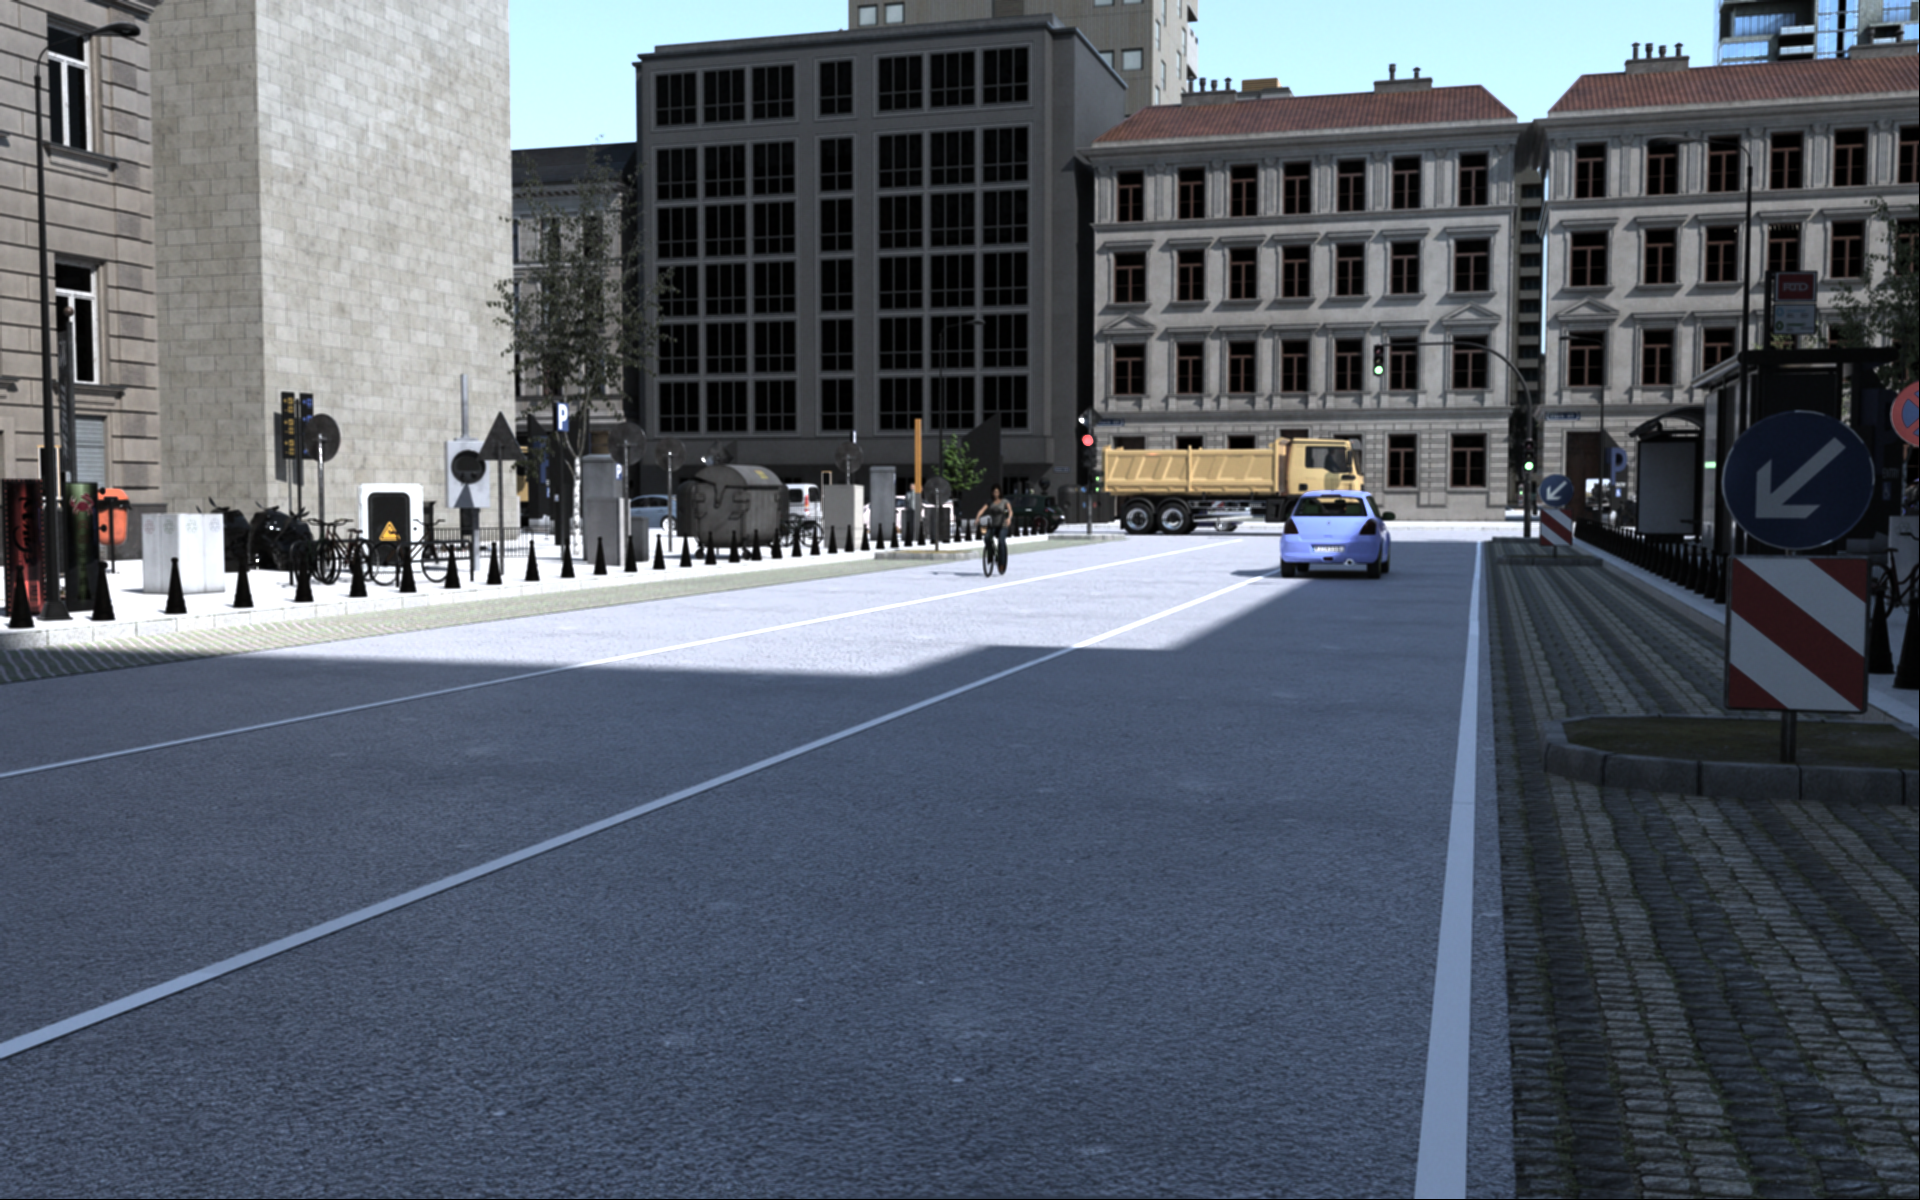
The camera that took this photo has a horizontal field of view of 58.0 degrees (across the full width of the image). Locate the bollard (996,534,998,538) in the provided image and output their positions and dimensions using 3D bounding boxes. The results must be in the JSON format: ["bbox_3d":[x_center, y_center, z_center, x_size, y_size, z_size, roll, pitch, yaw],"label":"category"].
[{"bbox_3d":[1.124,-2.090,50.219,0.229,0.601,0.229,0,3,0],"label":"bollard"}]

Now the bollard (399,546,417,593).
[{"bbox_3d":[-7.207,-0.401,22.592,0.229,0.601,0.229,0,3,0],"label":"bollard"}]

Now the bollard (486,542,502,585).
[{"bbox_3d":[-6.611,-0.522,24.573,0.229,0.601,0.229,0,3,0],"label":"bollard"}]

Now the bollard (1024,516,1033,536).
[{"bbox_3d":[2.011,-2.271,53.172,0.229,0.601,0.229,0,3,0],"label":"bollard"}]

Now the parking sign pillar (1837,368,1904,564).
[{"bbox_3d":[17.082,-2.680,32.284,1.447,3.967,1.447,-3,4,-38],"label":"parking sign pillar"}]

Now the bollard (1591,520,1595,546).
[{"bbox_3d":[15.520,-1.590,42.034,0.229,0.601,0.229,0,3,0],"label":"bollard"}]

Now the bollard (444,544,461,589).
[{"bbox_3d":[-6.914,-0.461,23.576,0.229,0.601,0.229,0,3,0],"label":"bollard"}]

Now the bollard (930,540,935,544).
[{"bbox_3d":[-0.661,-1.729,44.308,0.229,0.601,0.229,0,3,0],"label":"bollard"}]

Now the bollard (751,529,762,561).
[{"bbox_3d":[-3.934,-1.064,33.442,0.229,0.601,0.229,0,3,0],"label":"bollard"}]

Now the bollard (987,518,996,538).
[{"bbox_3d":[0.822,-2.030,49.225,0.229,0.601,0.229,0,3,0],"label":"bollard"}]

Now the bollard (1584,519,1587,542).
[{"bbox_3d":[16.413,-1.771,45.005,0.229,0.601,0.229,0,3,0],"label":"bollard"}]

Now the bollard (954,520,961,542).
[{"bbox_3d":[-0.066,-1.849,46.274,0.229,0.601,0.229,0,3,0],"label":"bollard"}]

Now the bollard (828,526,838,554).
[{"bbox_3d":[-2.750,-1.305,37.386,0.229,0.601,0.229,0,3,0],"label":"bollard"}]

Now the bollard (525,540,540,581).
[{"bbox_3d":[-6.314,-0.582,25.556,0.229,0.601,0.229,0,3,0],"label":"bollard"}]

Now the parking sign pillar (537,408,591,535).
[{"bbox_3d":[-12.257,-4.043,54.569,1.447,3.967,1.447,0,4,7],"label":"parking sign pillar"}]

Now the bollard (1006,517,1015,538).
[{"bbox_3d":[1.418,-2.151,51.203,0.229,0.601,0.229,0,3,0],"label":"bollard"}]

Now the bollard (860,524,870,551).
[{"bbox_3d":[-2.154,-1.426,39.351,0.229,0.601,0.229,0,3,0],"label":"bollard"}]

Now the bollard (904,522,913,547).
[{"bbox_3d":[-1.265,-1.607,42.312,0.229,0.601,0.229,0,3,0],"label":"bollard"}]

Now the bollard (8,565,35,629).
[{"bbox_3d":[-9.011,-0.035,16.614,0.229,0.601,0.229,0,3,0],"label":"bollard"}]

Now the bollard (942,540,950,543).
[{"bbox_3d":[-0.360,-1.789,45.290,0.229,0.601,0.229,0,3,0],"label":"bollard"}]

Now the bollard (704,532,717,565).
[{"bbox_3d":[-4.532,-0.943,31.467,0.229,0.601,0.229,0,3,0],"label":"bollard"}]

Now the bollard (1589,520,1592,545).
[{"bbox_3d":[15.820,-1.651,43.028,0.229,0.601,0.229,0,3,0],"label":"bollard"}]

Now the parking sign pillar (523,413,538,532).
[{"bbox_3d":[-14.034,-4.281,58.462,1.447,3.967,1.447,1,4,20],"label":"parking sign pillar"}]

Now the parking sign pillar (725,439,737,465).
[{"bbox_3d":[-11.529,-5.872,84.481,1.447,3.967,1.447,-1,4,-17],"label":"parking sign pillar"}]

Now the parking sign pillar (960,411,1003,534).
[{"bbox_3d":[0.721,-4.152,56.365,1.447,3.967,1.447,1,4,16],"label":"parking sign pillar"}]

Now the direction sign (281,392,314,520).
[{"bbox_3d":[-14.804,-2.862,38.785,0.379,3.537,0.876,2,4,26],"label":"direction sign"}]

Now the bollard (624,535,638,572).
[{"bbox_3d":[-5.422,-0.763,28.513,0.229,0.601,0.229,0,3,0],"label":"bollard"}]

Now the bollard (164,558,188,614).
[{"bbox_3d":[-8.419,-0.156,18.584,0.229,0.601,0.229,0,3,0],"label":"bollard"}]

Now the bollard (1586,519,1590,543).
[{"bbox_3d":[16.116,-1.711,44.012,0.229,0.601,0.229,0,3,0],"label":"bollard"}]

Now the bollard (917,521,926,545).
[{"bbox_3d":[-0.963,-1.668,43.308,0.229,0.601,0.229,0,3,0],"label":"bollard"}]

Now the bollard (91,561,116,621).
[{"bbox_3d":[-8.711,-0.095,17.596,0.229,0.601,0.229,0,3,0],"label":"bollard"}]

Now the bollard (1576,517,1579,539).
[{"bbox_3d":[17.603,-2.013,48.950,0.229,0.601,0.229,0,3,0],"label":"bollard"}]

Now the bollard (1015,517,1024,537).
[{"bbox_3d":[1.715,-2.211,52.189,0.229,0.601,0.229,0,3,0],"label":"bollard"}]

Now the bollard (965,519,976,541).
[{"bbox_3d":[0.227,-1.909,47.258,0.229,0.601,0.229,0,3,0],"label":"bollard"}]

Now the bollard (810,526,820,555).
[{"bbox_3d":[-3.045,-1.245,36.402,0.229,0.601,0.229,0,3,0],"label":"bollard"}]

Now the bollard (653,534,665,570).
[{"bbox_3d":[-5.128,-0.823,29.497,0.229,0.601,0.229,0,3,0],"label":"bollard"}]

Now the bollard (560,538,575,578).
[{"bbox_3d":[-6.016,-0.643,26.547,0.229,0.601,0.229,0,3,0],"label":"bollard"}]

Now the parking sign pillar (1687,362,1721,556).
[{"bbox_3d":[15.876,-2.906,35.985,1.447,3.967,1.447,1,4,21],"label":"parking sign pillar"}]

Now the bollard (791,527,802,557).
[{"bbox_3d":[-3.341,-1.185,35.410,0.229,0.601,0.229,0,3,0],"label":"bollard"}]

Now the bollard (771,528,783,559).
[{"bbox_3d":[-3.637,-1.125,34.427,0.229,0.601,0.229,0,3,0],"label":"bollard"}]

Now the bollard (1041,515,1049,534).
[{"bbox_3d":[2.604,-2.391,55.138,0.229,0.601,0.229,0,3,0],"label":"bollard"}]

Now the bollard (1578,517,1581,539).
[{"bbox_3d":[17.311,-1.953,47.966,0.229,0.601,0.229,0,3,0],"label":"bollard"}]

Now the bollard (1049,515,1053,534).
[{"bbox_3d":[2.903,-2.452,56.128,0.229,0.601,0.229,0,3,0],"label":"bollard"}]

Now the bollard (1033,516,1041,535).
[{"bbox_3d":[2.305,-2.331,54.156,0.229,0.601,0.229,0,3,0],"label":"bollard"}]

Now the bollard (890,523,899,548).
[{"bbox_3d":[-1.561,-1.547,41.329,0.229,0.601,0.229,0,3,0],"label":"bollard"}]

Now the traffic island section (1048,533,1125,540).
[{"bbox_3d":[4.100,-2.012,55.173,2.009,0.180,2.903,1,4,17],"label":"traffic island section"}]

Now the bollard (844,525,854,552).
[{"bbox_3d":[-2.453,-1.366,38.369,0.229,0.601,0.229,0,3,0],"label":"bollard"}]

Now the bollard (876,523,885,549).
[{"bbox_3d":[-1.859,-1.486,40.343,0.229,0.601,0.229,0,3,0],"label":"bollard"}]

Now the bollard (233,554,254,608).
[{"bbox_3d":[-8.115,-0.217,19.597,0.229,0.601,0.229,0,3,0],"label":"bollard"}]

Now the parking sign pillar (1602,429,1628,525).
[{"bbox_3d":[27.404,-5.141,72.527,1.447,3.967,1.447,-2,4,-34],"label":"parking sign pillar"}]

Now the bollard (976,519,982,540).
[{"bbox_3d":[0.524,-1.969,48.241,0.229,0.601,0.229,0,3,0],"label":"bollard"}]

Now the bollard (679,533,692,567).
[{"bbox_3d":[-4.828,-0.883,30.483,0.229,0.601,0.229,0,3,0],"label":"bollard"}]

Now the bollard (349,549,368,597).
[{"bbox_3d":[-7.509,-0.340,21.598,0.229,0.601,0.229,0,3,0],"label":"bollard"}]

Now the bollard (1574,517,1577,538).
[{"bbox_3d":[17.901,-2.073,49.941,0.229,0.601,0.229,0,3,0],"label":"bollard"}]

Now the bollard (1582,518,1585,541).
[{"bbox_3d":[16.715,-1.832,45.996,0.229,0.601,0.229,0,3,0],"label":"bollard"}]

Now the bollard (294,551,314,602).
[{"bbox_3d":[-7.807,-0.279,20.597,0.229,0.601,0.229,0,3,0],"label":"bollard"}]

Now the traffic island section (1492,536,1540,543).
[{"bbox_3d":[16.826,-1.778,51.345,2.009,0.180,2.903,1,4,17],"label":"traffic island section"}]

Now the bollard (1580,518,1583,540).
[{"bbox_3d":[17.009,-1.893,46.985,0.229,0.601,0.229,0,3,0],"label":"bollard"}]

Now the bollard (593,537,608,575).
[{"bbox_3d":[-5.720,-0.703,27.531,0.229,0.601,0.229,0,3,0],"label":"bollard"}]

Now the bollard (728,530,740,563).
[{"bbox_3d":[-4.232,-1.004,32.459,0.229,0.601,0.229,0,3,0],"label":"bollard"}]
